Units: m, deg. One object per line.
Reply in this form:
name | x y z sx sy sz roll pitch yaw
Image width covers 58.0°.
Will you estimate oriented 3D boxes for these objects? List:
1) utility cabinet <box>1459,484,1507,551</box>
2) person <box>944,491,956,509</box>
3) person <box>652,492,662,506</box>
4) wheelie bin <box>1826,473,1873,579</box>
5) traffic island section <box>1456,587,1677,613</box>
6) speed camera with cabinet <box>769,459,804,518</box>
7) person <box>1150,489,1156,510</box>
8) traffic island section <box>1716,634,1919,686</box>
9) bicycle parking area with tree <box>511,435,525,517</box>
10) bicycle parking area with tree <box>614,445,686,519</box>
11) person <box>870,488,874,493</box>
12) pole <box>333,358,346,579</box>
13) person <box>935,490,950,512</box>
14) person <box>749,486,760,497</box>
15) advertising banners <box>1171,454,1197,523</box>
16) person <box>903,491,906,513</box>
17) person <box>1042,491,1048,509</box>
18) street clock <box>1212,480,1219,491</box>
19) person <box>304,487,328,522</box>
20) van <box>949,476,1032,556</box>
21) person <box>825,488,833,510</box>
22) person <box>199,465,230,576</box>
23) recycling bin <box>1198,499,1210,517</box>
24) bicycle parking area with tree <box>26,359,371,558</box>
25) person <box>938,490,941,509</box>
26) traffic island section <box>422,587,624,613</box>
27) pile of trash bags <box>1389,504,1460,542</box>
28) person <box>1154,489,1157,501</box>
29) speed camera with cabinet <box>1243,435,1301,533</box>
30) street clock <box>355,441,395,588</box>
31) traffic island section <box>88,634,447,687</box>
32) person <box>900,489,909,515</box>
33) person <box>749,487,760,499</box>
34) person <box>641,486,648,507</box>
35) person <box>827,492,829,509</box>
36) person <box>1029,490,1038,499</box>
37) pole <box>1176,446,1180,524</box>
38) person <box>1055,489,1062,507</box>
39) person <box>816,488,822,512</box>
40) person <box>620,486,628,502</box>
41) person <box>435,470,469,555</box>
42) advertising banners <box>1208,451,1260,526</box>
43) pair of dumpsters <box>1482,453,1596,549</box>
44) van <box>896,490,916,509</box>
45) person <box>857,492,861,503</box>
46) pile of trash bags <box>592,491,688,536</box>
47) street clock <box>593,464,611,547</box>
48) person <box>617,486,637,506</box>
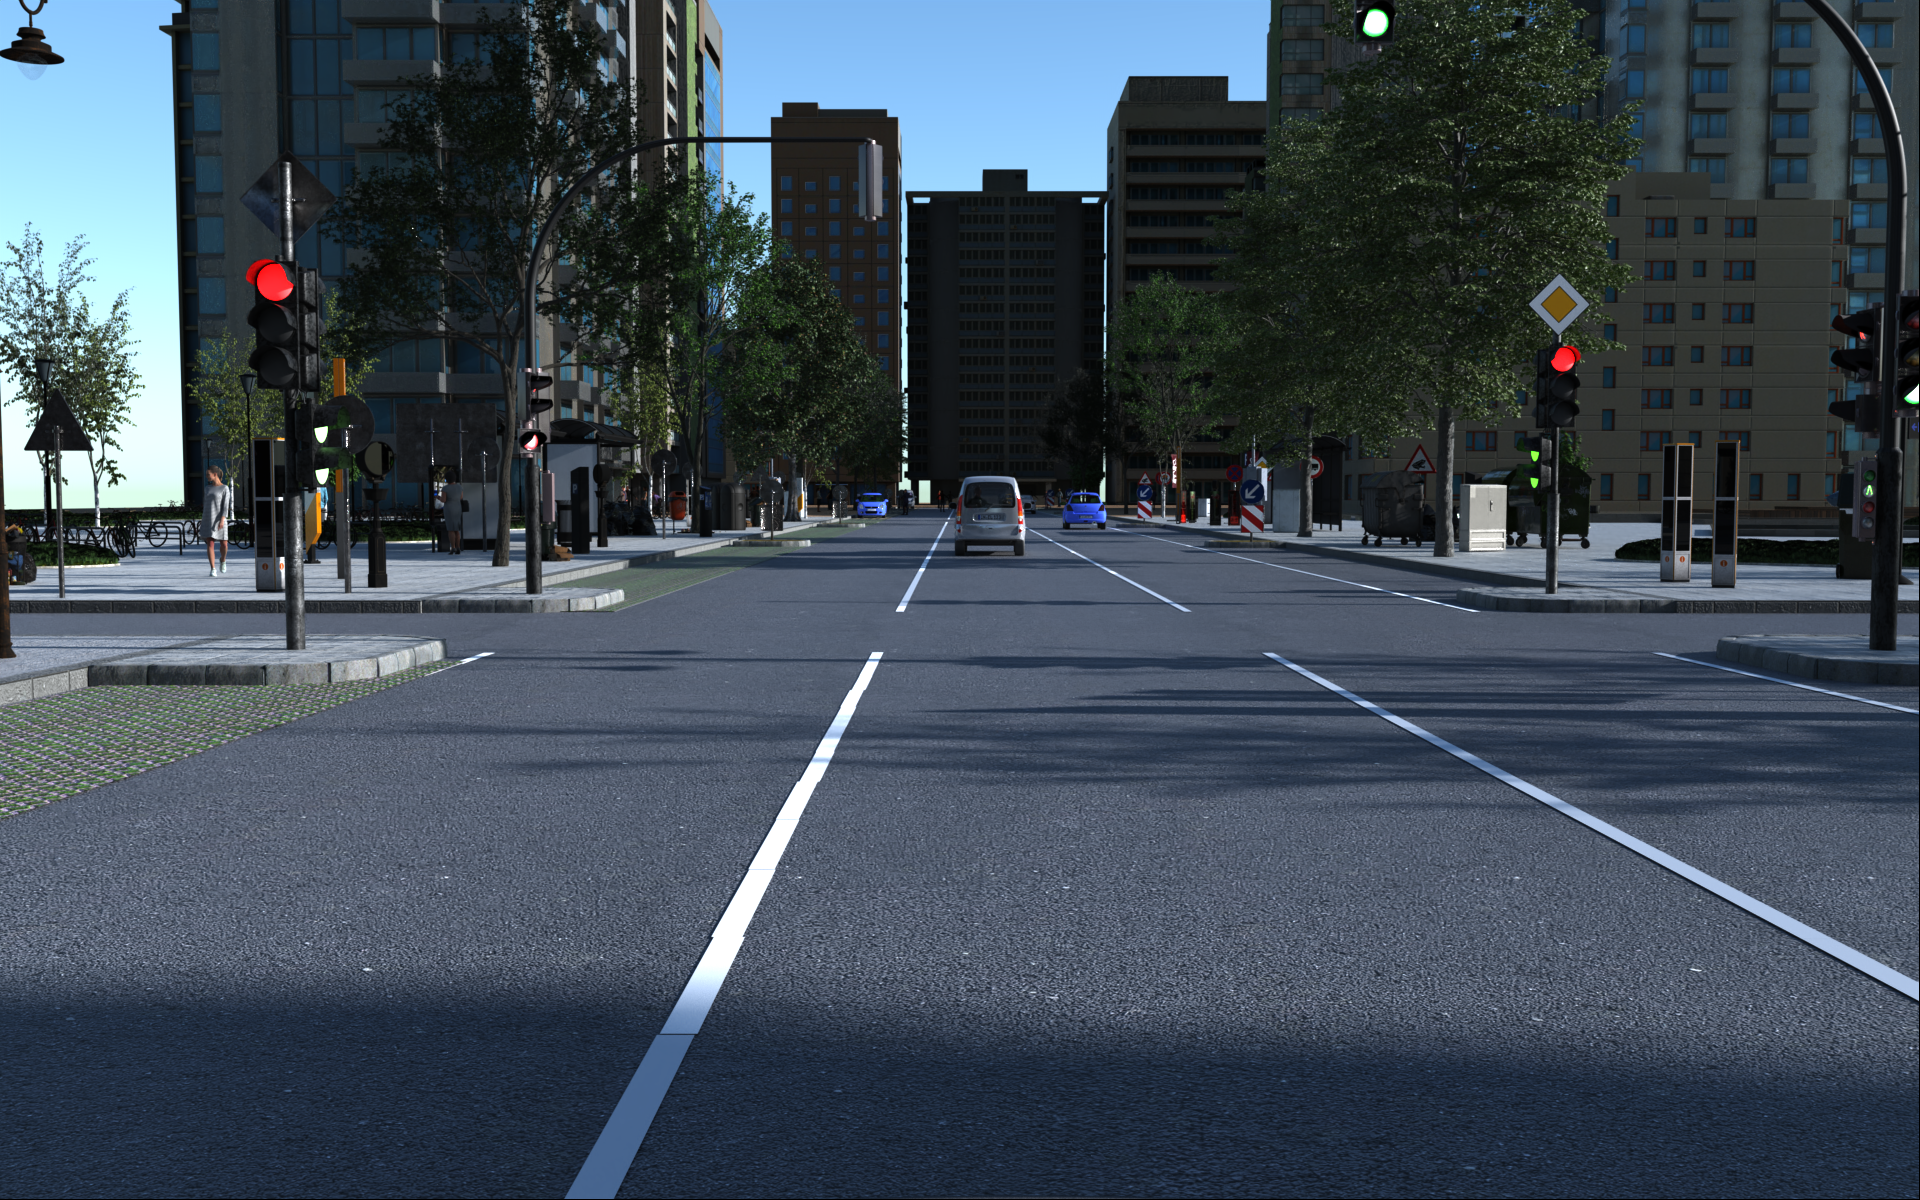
utility cabinet | 11.657 -1.828 38.572 1.173 1.500 0.318 -2 4 -31
person | -0.953 -9.419 163.223 1.217 1.735 0.721 -1 4 -19
person | -18.551 -5.911 105.927 0.697 1.427 0.421 -1 4 -12
wheelie bin | 13.671 -1.123 26.271 0.980 1.594 0.693 2 4 35
traffic island section | 7.637 -0.001 22.299 2.009 0.180 2.903 0 3 0
speed camera with cabinet | -9.555 -6.134 94.621 2.038 3.252 0.660 1 4 17
person | 15.476 -8.065 138.817 0.541 1.710 0.530 -1 4 -15
traffic island section | 7.629 0.487 14.314 2.009 0.180 2.903 0 3 0
bicycle parking area with tree | -23.110 -5.101 70.397 9.016 4.147 8.231 2 4 26
bicycle parking area with tree | -18.364 -6.394 91.540 9.016 4.147 8.231 1 4 22
person | -8.324 -9.710 164.887 1.350 1.814 0.705 1 4 9
pole | -9.334 -1.975 26.131 0.158 3.312 0.155 0 3 0
person | -1.376 -7.858 137.807 1.217 1.723 0.721 1 4 15
person | -13.042 -6.463 111.736 1.348 1.821 0.705 0 4 4
advertising banners | 9.826 -4.889 76.123 0.090 3.025 2.074 3 5 40
person | -4.102 -7.529 132.379 0.721 1.735 1.217 -1 4 -13
person | 8.260 -9.699 167.524 0.568 1.767 0.683 1 4 11
street clock | 12.857 -5.051 87.149 0.358 2.002 0.471 2 4 27
person | -19.249 -2.798 51.805 0.660 1.820 0.620 -2 4 -32
van | 0.725 -2.118 41.642 2.013 2.044 4.112 0 4 1
person | -10.306 -8.026 137.287 0.705 1.822 1.348 1 4 19
person | -11.718 -1.250 27.237 0.466 1.731 0.760 -1 4 -20
recycling bin | 13.538 -5.154 96.814 0.722 1.027 0.722 1 4 22
bicycle parking area with tree | -18.136 -3.189 39.137 9.016 4.147 8.231 3 5 41
person | -2.038 -9.945 171.039 0.705 1.831 1.348 0 4 -8
traffic island section | -5.504 -0.002 22.318 2.009 0.180 2.903 0 3 0
pile of trash bags | 12.999 -2.323 47.739 1.912 1.369 3.447 -2 4 -27
person | 18.073 -9.496 161.748 0.683 1.767 0.568 1 4 15
speed camera with cabinet | 10.504 -3.883 57.827 2.038 3.252 0.660 2 4 31
street clock | -8.005 -1.173 23.751 0.358 2.002 0.471 3 4 39
traffic island section | -5.512 0.486 14.333 2.009 0.180 2.903 0 3 0
person | -3.801 -6.660 117.841 0.568 1.767 0.683 2 4 27
person | -12.546 -6.003 105.023 1.217 1.723 0.721 -2 4 -28
person | -18.995 -5.948 104.017 0.721 1.735 1.217 -1 4 -18
person | -11.438 -8.688 151.347 0.557 1.426 1.065 1 4 15
person | 5.881 -8.169 142.782 1.217 1.735 0.721 0 4 0
pole | 9.341 -4.909 74.111 0.158 3.312 0.155 0 3 0
person | 9.763 -10.063 170.658 0.705 1.814 1.350 -2 4 -29
person | -9.970 -7.118 123.208 0.721 1.735 1.217 -1 4 -15
person | -19.208 -5.670 99.285 0.617 1.759 0.750 -3 5 -43
person | -10.761 -1.858 36.778 0.532 1.782 0.716 3 5 40
advertising banners | 11.135 -4.544 70.478 2.074 3.025 0.090 0 4 3
pair of dumpsters | 14.136 -2.452 42.592 1.574 2.255 4.437 0 3 0
van | -5.236 -9.850 168.059 2.013 2.044 4.112 0 4 -1
person | -8.738 -8.575 149.436 0.799 1.438 0.628 2 4 31
pile of trash bags | -10.108 -2.712 54.092 3.447 1.369 1.912 -3 4 -36
street clock | -8.641 -2.277 41.805 0.358 2.002 0.471 -3 5 -41
person | -21.435 -6.447 111.593 1.348 1.807 0.705 0 4 4
